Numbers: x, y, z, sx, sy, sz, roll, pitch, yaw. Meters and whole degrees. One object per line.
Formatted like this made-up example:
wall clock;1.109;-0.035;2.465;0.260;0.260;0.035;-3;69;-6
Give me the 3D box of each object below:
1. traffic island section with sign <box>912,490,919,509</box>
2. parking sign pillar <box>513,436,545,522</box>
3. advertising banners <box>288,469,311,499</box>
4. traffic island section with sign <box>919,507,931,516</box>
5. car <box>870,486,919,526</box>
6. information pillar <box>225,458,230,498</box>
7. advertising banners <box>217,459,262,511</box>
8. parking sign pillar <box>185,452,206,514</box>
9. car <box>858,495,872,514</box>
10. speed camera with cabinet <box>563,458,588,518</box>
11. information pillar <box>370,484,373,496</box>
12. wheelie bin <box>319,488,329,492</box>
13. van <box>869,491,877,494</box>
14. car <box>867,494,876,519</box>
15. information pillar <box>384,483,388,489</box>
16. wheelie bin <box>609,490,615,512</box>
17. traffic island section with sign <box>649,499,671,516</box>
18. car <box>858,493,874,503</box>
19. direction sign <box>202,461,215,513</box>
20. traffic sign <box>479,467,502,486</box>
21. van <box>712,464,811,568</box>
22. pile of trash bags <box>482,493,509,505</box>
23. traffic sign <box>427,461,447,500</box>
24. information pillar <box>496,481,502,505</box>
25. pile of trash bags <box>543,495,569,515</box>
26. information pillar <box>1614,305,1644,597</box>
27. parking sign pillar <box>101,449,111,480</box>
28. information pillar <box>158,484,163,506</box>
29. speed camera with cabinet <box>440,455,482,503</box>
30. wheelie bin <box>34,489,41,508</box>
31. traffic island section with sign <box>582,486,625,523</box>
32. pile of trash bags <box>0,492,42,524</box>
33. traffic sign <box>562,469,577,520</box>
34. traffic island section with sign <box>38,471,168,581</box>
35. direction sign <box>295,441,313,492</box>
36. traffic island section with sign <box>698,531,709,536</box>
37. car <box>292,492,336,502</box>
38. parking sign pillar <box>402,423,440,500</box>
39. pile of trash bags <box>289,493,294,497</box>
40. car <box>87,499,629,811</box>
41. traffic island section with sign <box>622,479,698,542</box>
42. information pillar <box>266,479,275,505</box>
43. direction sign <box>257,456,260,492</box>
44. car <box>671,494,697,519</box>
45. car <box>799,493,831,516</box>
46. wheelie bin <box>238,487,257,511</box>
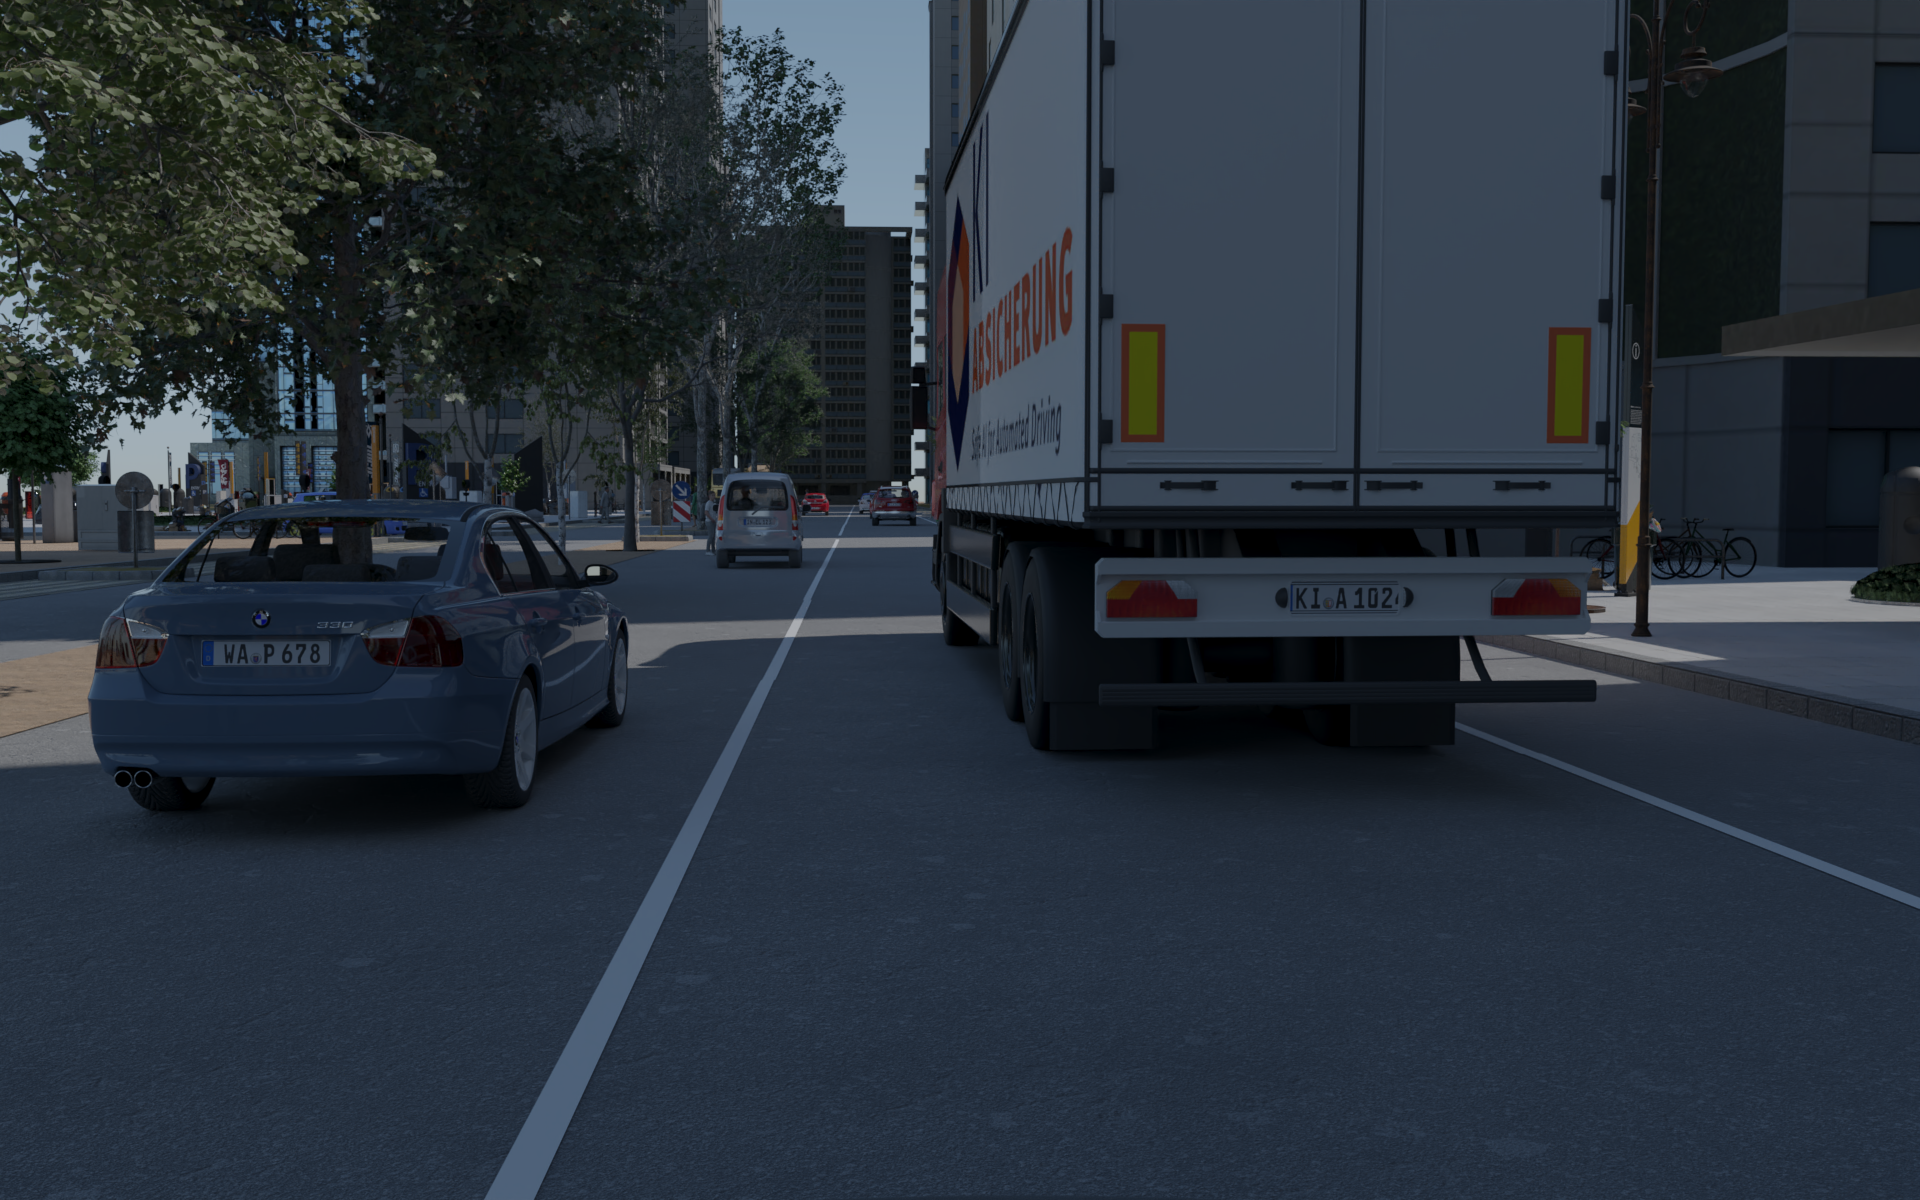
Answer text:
traffic island section with sign;-4.371;-9.467;163.405;1.989;1.847;2.006;0;4;-3
parking sign pillar;-19.883;-5.578;79.665;1.447;3.967;1.447;-2;4;-27
advertising banners;-45.512;-7.500;118.807;2.074;3.025;0.090;0;4;0
traffic island section with sign;-1.497;-6.430;113.762;1.989;1.847;2.006;0;4;-3
car;-3.024;-4.341;79.645;2.281;1.827;5.304;0;4;-2
information pillar;-47.593;-7.427;112.794;0.504;3.616;0.183;1;4;14
advertising banners;-36.246;-5.565;87.181;2.074;3.025;0.090;-3;4;-36
parking sign pillar;-49.044;-7.501;111.120;1.447;3.967;1.447;1;4;21
car;-6.379;-6.932;125.699;2.083;1.381;4.827;0;4;-2
speed camera with cabinet;-20.646;-6.015;92.686;0.660;3.252;2.038;-3;4;-39
information pillar;-43.004;-7.481;126.803;0.304;2.012;0.304;0;4;-6
wheelie bin;-32.733;-4.961;89.023;0.693;1.594;0.980;-3;4;-37
van;-10.269;-12.365;209.184;2.013;2.044;4.112;0;4;-2
car;-4.423;-5.676;101.846;2.155;1.783;4.494;0;4;-3
information pillar;-38.095;-6.755;114.941;0.304;2.012;0.304;-1;4;-9
wheelie bin;-25.058;-7.077;123.612;0.980;1.594;0.693;0;4;7
traffic island section with sign;-19.023;-6.333;112.175;1.989;1.847;2.006;0;4;-3
car;-7.721;-8.435;147.503;1.945;1.707;3.694;0;4;-3
direction sign;-51.405;-7.740;118.542;0.379;3.537;0.876;3;5;41
traffic sign;-16.318;-3.460;60.218;0.795;2.450;0.064;0;4;-3
van;-4.009;-1.705;34.886;2.013;2.044;4.112;0;4;-5
pile of trash bags;-27.651;-5.613;101.520;1.912;1.369;3.447;2;4;30
traffic sign;-15.858;-2.973;52.247;0.795;2.450;0.064;0;4;-3
information pillar;-24.725;-5.410;92.948;0.304;2.012;0.304;-1;4;-13
pile of trash bags;-24.578;-5.875;105.814;1.912;1.369;3.447;1;4;21
information pillar;8.429;-1.855;21.685;0.183;3.616;0.504;3;5;45
parking sign pillar;-51.298;-7.071;104.083;1.447;3.967;1.447;-1;4;-21
information pillar;-58.146;-7.433;126.020;0.304;2.012;0.304;-3;5;-43
speed camera with cabinet;-25.373;-5.732;88.056;2.038;3.252;0.660;0;4;8
wheelie bin;-61.208;-6.553;115.056;0.693;1.594;0.980;2;4;27
traffic island section with sign;-17.455;-4.686;85.245;1.989;1.847;2.006;0;4;-3
pile of trash bags;-38.736;-3.894;73.415;3.447;1.369;1.912;-3;5;-40
traffic sign;-19.543;-5.290;86.605;0.768;2.556;0.104;0;4;3
traffic island section with sign;-14.241;-1.275;29.478;1.989;1.847;2.006;0;4;-3
direction sign;-28.106;-5.010;73.903;0.379;3.537;0.876;0;4;7
traffic island section with sign;-9.627;-3.192;60.320;2.006;1.907;1.989;0;4;-3
car;-19.348;-2.753;54.607;3.694;1.707;1.945;0;4;-3
parking sign pillar;-20.590;-4.753;66.188;1.447;3.967;1.447;-3;4;-37
pile of trash bags;-46.991;-6.787;120.715;1.912;1.369;3.447;-2;4;-31
car;-2.895;0.174;9.157;2.014;1.417;4.499;0;4;-2
traffic island section with sign;-9.210;-2.739;52.925;2.006;1.907;1.989;0;4;-3
information pillar;-32.920;-4.784;82.718;0.304;2.012;0.304;-3;5;-44
direction sign;-42.252;-6.874;104.386;0.379;3.537;0.876;-1;4;-14
car;-15.671;-5.472;99.250;2.009;1.686;4.222;0;4;-2
car;-9.617;-6.486;115.085;2.155;1.783;4.494;0;4;-5
wheelie bin;-32.712;-4.381;79.531;0.980;1.594;0.693;3;5;39
